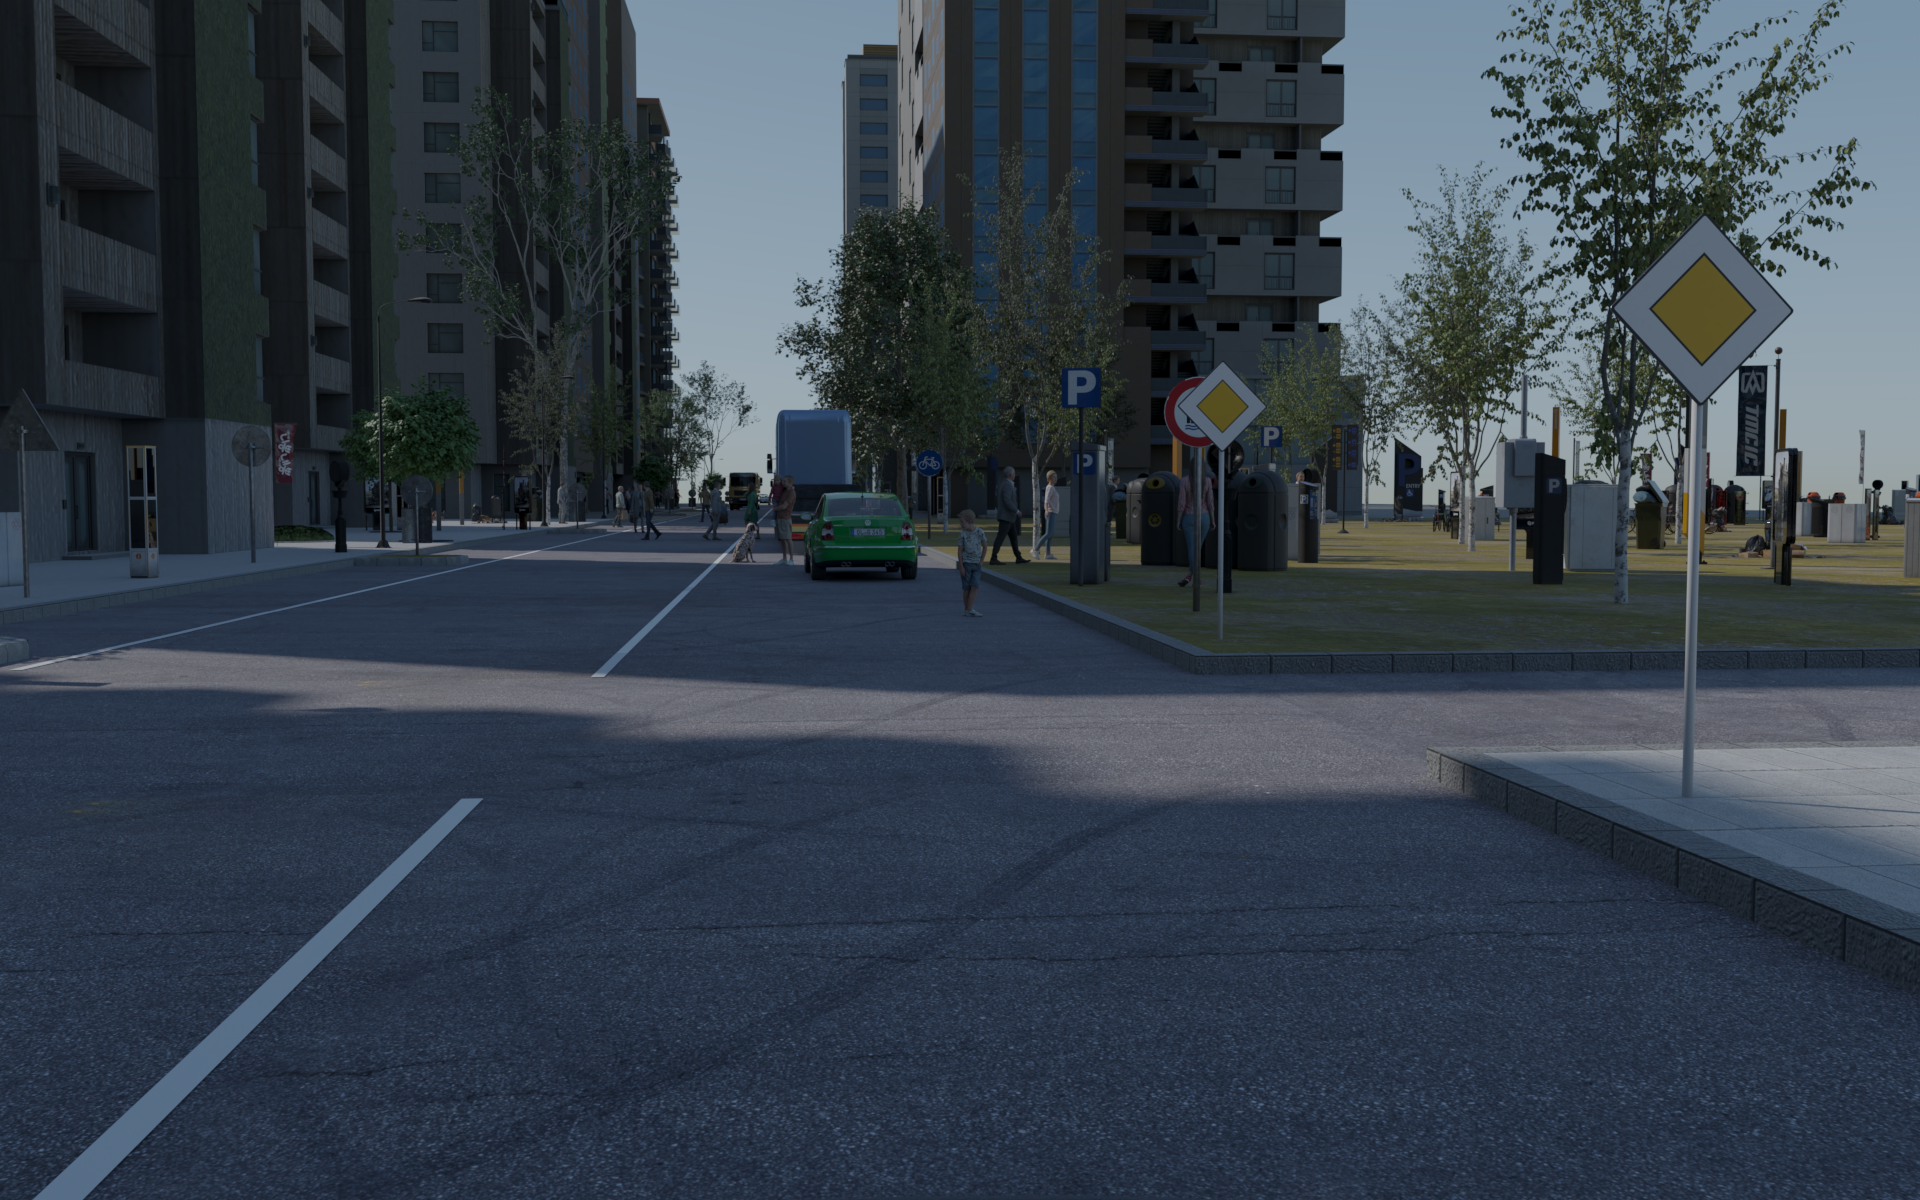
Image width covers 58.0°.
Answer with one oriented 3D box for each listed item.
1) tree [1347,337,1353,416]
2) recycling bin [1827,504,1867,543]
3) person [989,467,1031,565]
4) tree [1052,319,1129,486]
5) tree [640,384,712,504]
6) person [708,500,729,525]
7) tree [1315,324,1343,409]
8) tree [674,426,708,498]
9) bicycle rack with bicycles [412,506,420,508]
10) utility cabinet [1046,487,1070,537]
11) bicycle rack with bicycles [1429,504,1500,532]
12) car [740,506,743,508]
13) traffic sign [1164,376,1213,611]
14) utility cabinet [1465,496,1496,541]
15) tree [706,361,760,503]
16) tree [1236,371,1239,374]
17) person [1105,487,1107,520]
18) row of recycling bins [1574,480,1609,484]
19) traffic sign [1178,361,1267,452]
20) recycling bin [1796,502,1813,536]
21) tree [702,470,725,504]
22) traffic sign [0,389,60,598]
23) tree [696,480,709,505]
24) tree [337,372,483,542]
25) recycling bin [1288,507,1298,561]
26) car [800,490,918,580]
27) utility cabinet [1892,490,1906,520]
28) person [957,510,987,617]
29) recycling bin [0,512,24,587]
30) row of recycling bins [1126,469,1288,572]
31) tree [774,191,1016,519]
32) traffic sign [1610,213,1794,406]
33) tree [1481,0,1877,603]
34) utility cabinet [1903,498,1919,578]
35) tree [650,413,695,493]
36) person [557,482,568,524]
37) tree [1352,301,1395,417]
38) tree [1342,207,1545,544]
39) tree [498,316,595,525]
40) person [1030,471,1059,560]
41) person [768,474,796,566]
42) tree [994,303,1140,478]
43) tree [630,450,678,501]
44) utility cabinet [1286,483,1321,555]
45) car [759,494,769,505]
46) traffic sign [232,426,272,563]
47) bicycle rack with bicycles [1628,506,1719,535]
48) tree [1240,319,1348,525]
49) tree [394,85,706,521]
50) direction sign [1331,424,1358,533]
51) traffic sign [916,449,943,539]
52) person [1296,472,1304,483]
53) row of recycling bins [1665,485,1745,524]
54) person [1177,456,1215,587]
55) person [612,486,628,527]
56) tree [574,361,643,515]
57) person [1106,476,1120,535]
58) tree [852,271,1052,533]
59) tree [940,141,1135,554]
[{"bbox_3d":[14.799,-6.208,51.860,4.737,8.622,4.395,0,3,0],"label":"tree"},{"bbox_3d":[23.348,-2.021,45.589,0.722,1.027,0.722,-3,5,-43],"label":"recycling bin"},{"bbox_3d":[0.933,-1.527,31.407,0.834,1.777,0.661,-1,4,-15],"label":"person"},{"bbox_3d":[4.861,-7.450,72.164,4.737,8.622,4.395,0,3,0],"label":"tree"},{"bbox_3d":[-27.404,-14.655,165.369,9.928,11.665,9.643,0,3,0],"label":"tree"},{"bbox_3d":[-11.032,-4.004,79.465,1.012,1.151,0.738,-1,4,-19],"label":"person"},{"bbox_3d":[15.442,-6.982,64.523,4.360,8.622,3.978,0,3,0],"label":"tree"},{"bbox_3d":[-27.551,-13.872,177.170,4.737,8.622,4.395,0,3,0],"label":"tree"},{"bbox_3d":[-25.509,-4.034,79.342,2.852,0.926,2.925,1,4,15],"label":"bicycle rack with bicycles"},{"bbox_3d":[3.142,-2.607,51.295,1.173,1.500,0.318,1,4,23],"label":"utility cabinet"},{"bbox_3d":[17.027,-2.778,58.801,2.852,0.926,2.925,2,4,31],"label":"bicycle rack with bicycles"},{"bbox_3d":[-22.043,-10.385,180.026,2.015,1.641,3.980,0,4,-4],"label":"car"},{"bbox_3d":[2.588,-1.149,18.885,0.768,2.556,0.104,0,4,-5],"label":"traffic sign"},{"bbox_3d":[14.392,-2.254,48.021,1.020,1.237,0.306,-2,4,-33],"label":"utility cabinet"},{"bbox_3d":[-34.378,-23.661,242.751,12.611,20.169,13.585,0,3,0],"label":"tree"},{"bbox_3d":[15.174,-8.022,81.519,4.737,8.622,4.395,0,3,0],"label":"tree"},{"bbox_3d":[2.290,-1.496,30.687,0.709,1.800,0.728,-1,4,-16],"label":"person"},{"bbox_3d":[18.744,-2.705,51.346,1.069,1.692,3.534,2,4,26],"label":"row of recycling bins"},{"bbox_3d":[2.316,-0.796,15.202,0.795,2.593,0.064,0,4,-6],"label":"traffic sign"},{"bbox_3d":[25.644,-2.468,52.900,0.722,1.027,0.722,-2,4,-29],"label":"recycling bin"},{"bbox_3d":[-32.721,-15.094,230.501,4.285,4.588,4.351,0,3,0],"label":"tree"},{"bbox_3d":[-11.560,-1.307,21.381,0.884,2.594,0.081,0,4,-1],"label":"traffic sign"},{"bbox_3d":[-31.494,-13.370,213.198,1.663,3.219,1.824,0,3,0],"label":"tree"},{"bbox_3d":[-14.452,-3.856,46.752,4.285,4.588,4.351,0,3,0],"label":"tree"},{"bbox_3d":[6.548,-1.294,33.712,0.722,1.027,0.722,0,4,1],"label":"recycling bin"},{"bbox_3d":[-1.792,-1.315,30.300,1.959,1.807,4.718,0,4,-8],"label":"car"},{"bbox_3d":[45.862,-4.608,84.017,1.173,1.500,0.318,0,4,-1],"label":"utility cabinet"},{"bbox_3d":[0.143,-0.435,20.295,0.332,1.250,0.352,2,4,31],"label":"person"},{"bbox_3d":[-13.540,-0.703,24.047,0.722,1.027,0.722,1,4,12],"label":"recycling bin"},{"bbox_3d":[4.410,-1.414,30.227,1.069,1.692,3.534,-2,4,-31],"label":"row of recycling bins"},{"bbox_3d":[-2.245,-9.116,66.051,9.611,12.733,9.660,0,3,0],"label":"tree"},{"bbox_3d":[3.107,-0.310,7.256,0.795,2.593,0.064,0,4,-6],"label":"traffic sign"},{"bbox_3d":[8.011,-4.269,20.158,4.737,8.622,4.395,0,3,0],"label":"tree"},{"bbox_3d":[14.950,-0.927,26.326,1.020,1.237,0.306,3,4,36],"label":"utility cabinet"},{"bbox_3d":[-25.665,-12.584,156.111,4.360,8.622,3.978,0,3,0],"label":"tree"},{"bbox_3d":[-17.226,-4.208,74.940,0.391,1.810,0.635,-2,4,-24],"label":"person"},{"bbox_3d":[11.527,-5.383,38.370,4.737,8.622,4.395,0,3,0],"label":"tree"},{"bbox_3d":[12.633,-5.738,44.184,4.360,8.622,3.978,0,3,0],"label":"tree"},{"bbox_3d":[-17.209,-7.447,72.123,4.360,8.622,3.978,0,3,0],"label":"tree"},{"bbox_3d":[1.668,-1.664,33.921,0.598,1.740,0.731,-1,4,-8],"label":"person"},{"bbox_3d":[-3.561,-1.614,34.868,0.580,1.828,0.573,1,4,8],"label":"person"},{"bbox_3d":[5.236,-9.163,84.233,7.601,10.594,8.767,-1,4,-8],"label":"tree"},{"bbox_3d":[-22.658,-8.839,128.234,4.285,4.588,4.351,0,3,0],"label":"tree"},{"bbox_3d":[6.892,-1.676,36.085,1.173,1.500,0.318,-1,4,-9],"label":"utility cabinet"},{"bbox_3d":[-25.562,-13.012,224.542,2.131,1.459,4.920,0,4,-6],"label":"car"},{"bbox_3d":[-13.193,-1.967,32.266,0.768,2.556,0.104,0,4,4],"label":"traffic sign"},{"bbox_3d":[22.360,-2.566,55.338,2.925,0.926,2.852,3,5,44],"label":"bicycle rack with bicycles"},{"bbox_3d":[15.011,-7.464,72.391,4.737,8.622,4.395,0,3,0],"label":"tree"},{"bbox_3d":[-19.835,-13.811,81.698,12.611,20.169,13.585,0,3,0],"label":"tree"},{"bbox_3d":[12.527,-3.945,56.490,0.876,3.537,0.379,3,4,36],"label":"direction sign"},{"bbox_3d":[-0.878,-3.016,49.426,0.768,2.556,0.104,0,4,-1],"label":"traffic sign"},{"bbox_3d":[7.853,-2.081,40.294,0.478,1.798,0.641,-1,4,-19],"label":"person"},{"bbox_3d":[32.293,-4.165,75.203,3.534,1.692,1.069,0,4,-6],"label":"row of recycling bins"},{"bbox_3d":[3.268,-1.091,23.893,0.555,1.821,0.388,-1,4,-17],"label":"person"},{"bbox_3d":[-14.567,-3.990,74.217,0.515,1.767,0.782,-2,4,-34],"label":"person"},{"bbox_3d":[-19.590,-8.876,95.480,4.737,8.622,4.395,0,3,0],"label":"tree"},{"bbox_3d":[4.852,-2.942,53.922,0.755,1.850,0.659,1,4,19],"label":"person"},{"bbox_3d":[-0.279,-6.541,57.303,4.737,8.622,4.395,0,3,0],"label":"tree"},{"bbox_3d":[1.629,-5.260,36.358,4.360,8.622,3.978,0,3,0],"label":"tree"}]
